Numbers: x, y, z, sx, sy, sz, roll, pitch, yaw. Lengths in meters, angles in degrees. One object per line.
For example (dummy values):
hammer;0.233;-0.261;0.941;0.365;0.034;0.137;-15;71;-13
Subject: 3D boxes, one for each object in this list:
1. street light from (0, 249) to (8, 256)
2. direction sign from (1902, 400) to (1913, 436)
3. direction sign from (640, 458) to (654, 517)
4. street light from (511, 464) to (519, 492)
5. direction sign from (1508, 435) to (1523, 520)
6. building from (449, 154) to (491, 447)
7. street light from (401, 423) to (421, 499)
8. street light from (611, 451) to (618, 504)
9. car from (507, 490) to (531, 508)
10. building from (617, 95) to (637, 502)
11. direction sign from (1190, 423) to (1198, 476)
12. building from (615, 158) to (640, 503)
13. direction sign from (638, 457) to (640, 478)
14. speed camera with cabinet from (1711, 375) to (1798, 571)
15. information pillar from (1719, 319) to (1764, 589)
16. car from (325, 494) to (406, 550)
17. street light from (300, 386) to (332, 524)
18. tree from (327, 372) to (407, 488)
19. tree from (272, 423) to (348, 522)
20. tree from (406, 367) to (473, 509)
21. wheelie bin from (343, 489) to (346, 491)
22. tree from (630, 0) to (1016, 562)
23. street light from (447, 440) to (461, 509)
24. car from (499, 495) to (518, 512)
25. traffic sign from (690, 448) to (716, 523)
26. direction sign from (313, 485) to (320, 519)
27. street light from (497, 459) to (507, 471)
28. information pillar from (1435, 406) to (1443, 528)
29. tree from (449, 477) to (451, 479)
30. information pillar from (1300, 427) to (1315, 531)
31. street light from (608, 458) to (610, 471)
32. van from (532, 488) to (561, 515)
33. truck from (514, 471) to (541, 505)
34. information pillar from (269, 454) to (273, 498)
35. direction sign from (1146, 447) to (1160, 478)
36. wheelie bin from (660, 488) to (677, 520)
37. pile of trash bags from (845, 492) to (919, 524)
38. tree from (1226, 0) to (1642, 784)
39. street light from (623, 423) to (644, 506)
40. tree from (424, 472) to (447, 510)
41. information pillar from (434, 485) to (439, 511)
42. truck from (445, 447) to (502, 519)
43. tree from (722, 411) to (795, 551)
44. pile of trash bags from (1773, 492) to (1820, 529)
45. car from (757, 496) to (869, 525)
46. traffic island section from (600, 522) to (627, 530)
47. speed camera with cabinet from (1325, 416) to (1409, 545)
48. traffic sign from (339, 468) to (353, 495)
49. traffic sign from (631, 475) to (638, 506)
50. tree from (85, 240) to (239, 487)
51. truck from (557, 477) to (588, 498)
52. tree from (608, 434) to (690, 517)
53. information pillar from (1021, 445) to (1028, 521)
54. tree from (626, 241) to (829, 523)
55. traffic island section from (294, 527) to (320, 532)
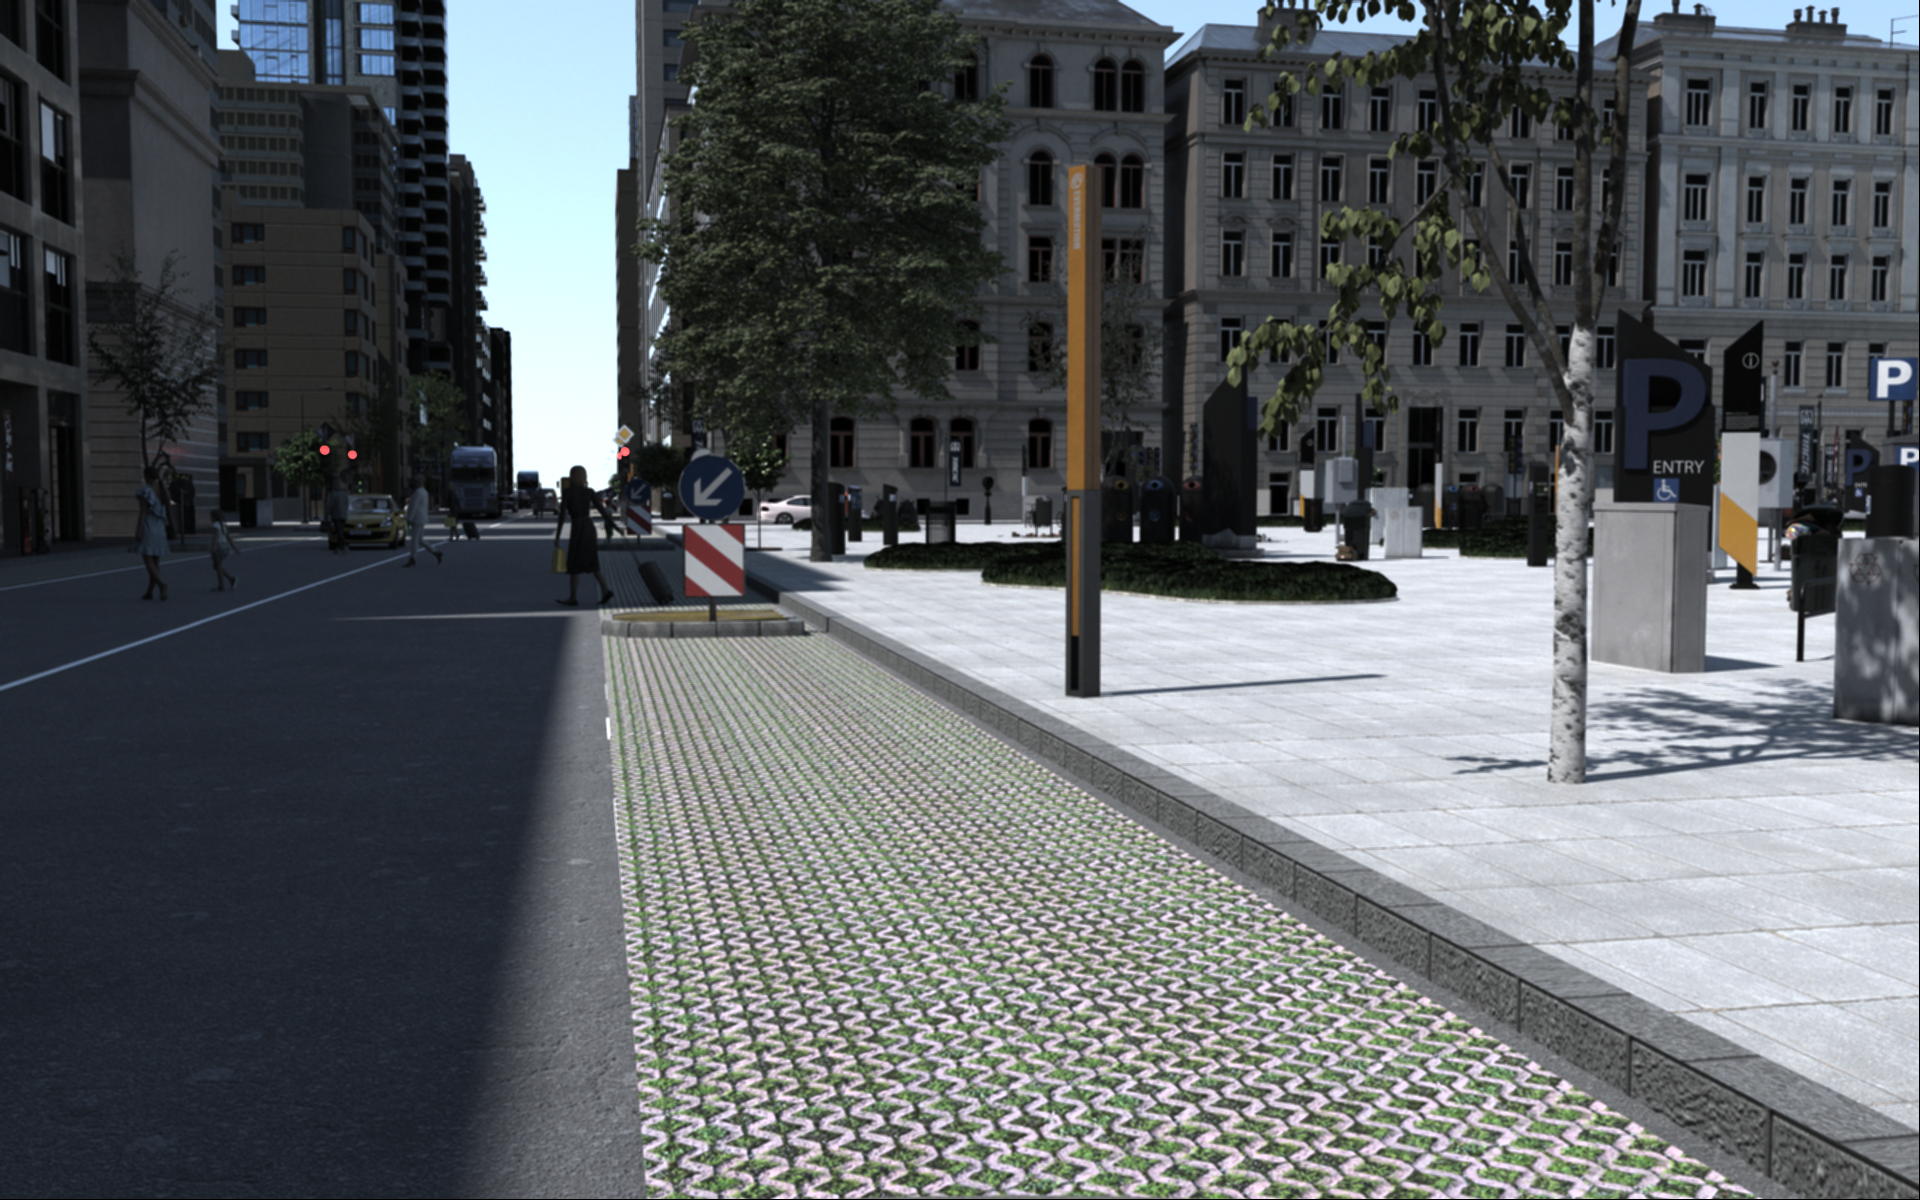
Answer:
street light;-18.724;-3.689;32.854;1.470;5.913;1.316;-1;4;-12
direction sign;19.374;-2.659;35.475;0.379;3.537;0.876;1;4;19
direction sign;-17.522;-6.488;98.077;0.876;3.537;0.379;0;4;-6
street light;-69.420;-18.191;269.970;1.470;5.913;1.316;-1;4;-12
direction sign;21.386;-4.571;66.728;0.876;3.537;0.379;-3;4;-38
building;-77.829;-38.085;242.300;23.786;49.044;30.456;-1;4;-12
street light;-36.027;-8.629;113.628;1.470;5.913;1.316;-1;4;-12
street light;-29.472;-10.931;151.269;1.470;5.913;1.316;-1;4;-12
car;-44.397;-10.134;174.370;2.281;1.827;5.304;-1;4;-14
building;-42.679;-58.664;271.833;22.319;86.520;31.000;-1;4;-12
direction sign;7.533;-3.909;55.909;0.379;3.537;0.876;0;4;-7
building;-37.924;-38.116;246.896;21.300;48.544;21.600;-1;4;-12
direction sign;-19.532;-6.945;105.553;0.379;3.537;0.876;-1;4;-22
speed camera with cabinet;12.890;-2.131;29.181;0.660;3.252;2.038;-3;5;-41
information pillar;10.520;-1.955;23.311;0.504;3.616;0.183;1;4;10
car;-15.704;-2.183;45.910;2.015;1.641;3.980;-1;4;-13
street light;-27.776;-6.252;74.759;1.470;5.913;1.316;-1;4;-12
tree;-35.282;-9.381;103.749;4.737;8.622;4.395;0;3;0
tree;-29.761;-5.858;79.484;4.285;4.588;4.351;0;3;0
tree;-44.099;-13.304;143.269;9.928;11.665;9.643;0;3;0
wheelie bin;-35.666;-5.611;99.642;0.980;1.594;0.693;1;4;9
tree;-2.290;-6.978;32.217;7.486;12.596;7.792;0;3;0
street light;-43.669;-10.827;149.561;1.470;5.913;1.316;-1;4;-12
car;-36.381;-7.714;138.703;1.945;1.354;3.894;-1;4;-10
traffic sign;-7.072;-2.927;47.956;0.768;2.556;0.104;0;4;-4
direction sign;-32.635;-5.855;87.730;0.379;3.537;0.876;2;4;33
street light;-61.115;-15.813;231.089;1.470;5.913;1.316;-1;4;-12
information pillar;12.861;-3.374;46.519;0.183;3.616;0.504;0;4;4
tree;-46.926;-10.190;161.203;1.663;3.219;1.824;0;3;0
information pillar;12.099;-4.216;60.292;0.504;3.616;0.183;0;4;7
street light;-37.092;-13.143;187.433;1.470;5.913;1.316;-1;4;-12
van;-29.049;-7.003;121.516;2.013;2.044;4.112;-1;4;-11
truck;-50.983;-13.195;205.499;2.967;4.110;18.799;-1;4;-12
information pillar;-40.379;-6.754;101.789;0.504;3.616;0.183;2;4;24
direction sign;9.343;-5.620;83.877;0.876;3.537;0.379;-3;4;-38
wheelie bin;-14.274;-4.700;84.756;0.693;1.594;0.980;-2;4;-30
pile of trash bags;-3.318;-3.671;69.768;3.447;1.369;1.912;0;4;4
tree;2.585;-3.505;7.674;4.737;8.622;4.395;0;3;0
street light;-21.253;-8.588;112.947;1.470;5.913;1.316;-1;4;-12
tree;-42.389;-8.776;138.088;1.663;3.219;1.824;0;3;0
information pillar;-40.453;-7.910;133.813;0.304;2.012;0.304;-3;5;-42
truck;-28.994;-7.000;104.210;2.967;4.110;18.799;-1;4;-14
tree;-4.596;-2.748;39.535;1.663;3.219;1.824;0;3;0
pile of trash bags;30.564;-3.256;62.984;1.912;1.369;3.447;3;5;41
car;-6.331;-3.817;74.765;4.827;1.381;2.083;-1;4;-12
traffic island section;-15.116;-3.384;77.601;2.009;0.180;2.903;-1;4;-12
speed camera with cabinet;10.373;-3.045;44.115;2.038;3.252;0.660;-1;4;-9
traffic sign;-30.217;-5.220;85.453;0.768;2.556;0.104;0;4;-8
traffic sign;-21.742;-7.120;116.510;0.768;2.556;0.104;-1;4;-11
tree;-23.823;-6.170;51.238;4.360;8.622;3.978;0;3;0
truck;-43.319;-12.100;193.765;3.469;3.379;9.791;-1;4;-13
tree;-16.526;-6.831;95.404;4.285;4.588;4.351;0;3;0
information pillar;3.080;-5.554;82.162;0.183;3.616;0.504;1;4;22
tree;-7.884;-7.690;60.137;7.601;10.594;8.767;-2;4;-27
traffic island section;-24.638;-2.760;67.414;2.009;0.180;2.903;-1;4;-12
